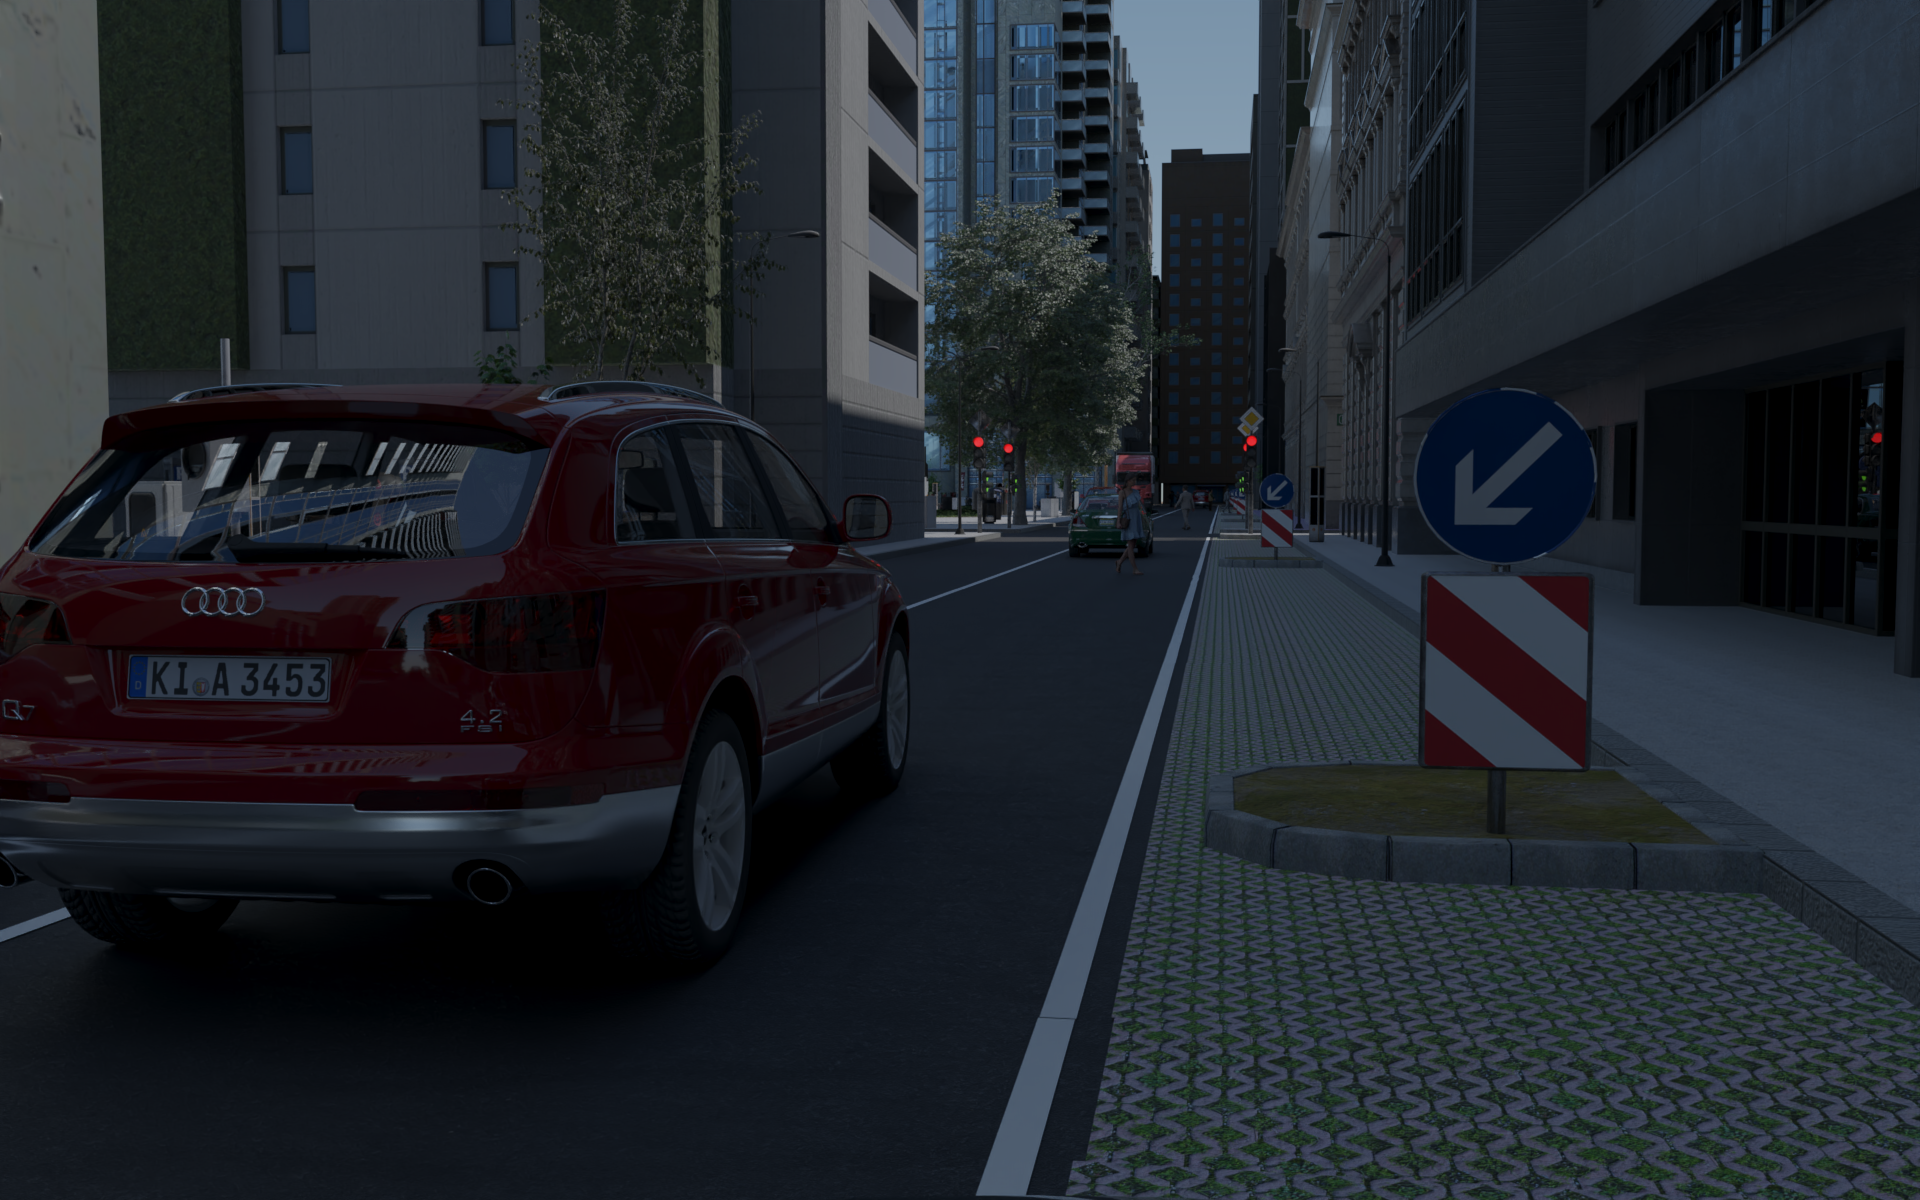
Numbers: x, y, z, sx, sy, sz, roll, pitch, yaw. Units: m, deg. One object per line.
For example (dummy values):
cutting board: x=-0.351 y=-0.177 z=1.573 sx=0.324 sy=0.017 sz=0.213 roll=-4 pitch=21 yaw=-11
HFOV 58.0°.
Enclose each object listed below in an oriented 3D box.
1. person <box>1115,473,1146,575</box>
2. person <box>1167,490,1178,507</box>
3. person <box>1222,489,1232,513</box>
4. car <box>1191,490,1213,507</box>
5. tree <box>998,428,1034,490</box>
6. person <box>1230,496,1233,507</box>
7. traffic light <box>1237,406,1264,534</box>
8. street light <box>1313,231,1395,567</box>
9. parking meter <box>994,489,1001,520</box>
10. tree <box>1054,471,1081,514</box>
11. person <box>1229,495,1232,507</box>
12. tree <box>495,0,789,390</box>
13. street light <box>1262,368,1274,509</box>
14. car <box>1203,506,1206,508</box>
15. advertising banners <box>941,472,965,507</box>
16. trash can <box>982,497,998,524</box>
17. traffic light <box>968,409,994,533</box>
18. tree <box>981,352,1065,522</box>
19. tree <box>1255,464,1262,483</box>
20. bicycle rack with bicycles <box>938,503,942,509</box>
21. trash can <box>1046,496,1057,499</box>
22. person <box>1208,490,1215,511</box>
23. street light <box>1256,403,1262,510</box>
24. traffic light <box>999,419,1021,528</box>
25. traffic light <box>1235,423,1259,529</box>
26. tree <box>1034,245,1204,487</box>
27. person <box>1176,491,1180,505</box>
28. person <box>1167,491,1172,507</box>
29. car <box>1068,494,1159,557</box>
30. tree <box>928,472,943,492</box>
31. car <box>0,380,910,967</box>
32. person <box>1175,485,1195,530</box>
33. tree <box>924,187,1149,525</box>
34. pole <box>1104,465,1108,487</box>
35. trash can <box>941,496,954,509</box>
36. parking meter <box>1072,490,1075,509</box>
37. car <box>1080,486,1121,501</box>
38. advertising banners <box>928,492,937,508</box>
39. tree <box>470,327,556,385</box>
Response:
person: x=2.976 y=-1.358 z=30.790 sx=0.616 sy=1.811 sz=0.778 roll=-2 pitch=4 yaw=-35
person: x=22.835 y=-10.867 z=186.196 sx=1.348 sy=1.821 sz=0.705 roll=2 pitch=4 yaw=33
person: x=20.158 y=-7.463 z=130.620 sx=0.850 sy=1.850 sz=0.679 roll=-1 pitch=4 yaw=-10
car: x=23.587 y=-9.823 z=169.280 sx=2.281 sy=1.827 sz=5.304 roll=1 pitch=4 yaw=8
tree: x=4.503 y=-10.294 z=118.671 sx=4.360 sy=8.622 sz=3.978 roll=0 pitch=3 yaw=0
person: x=29.353 y=-10.888 z=187.239 sx=1.217 sy=1.743 sz=0.721 roll=3 pitch=4 yaw=38
traffic light: x=9.334 y=-4.080 z=55.631 sx=0.839 sy=4.253 sz=0.868 roll=1 pitch=4 yaw=9
street light: x=7.013 y=-3.557 z=30.698 sx=1.470 sy=5.913 sz=1.316 roll=1 pitch=4 yaw=9
parking meter: x=1.860 y=-4.733 z=85.795 sx=0.372 sy=1.533 sz=0.369 roll=0 pitch=3 yaw=0
tree: x=6.989 y=-7.121 z=111.027 sx=1.663 sy=3.219 sz=1.824 roll=0 pitch=3 yaw=0
person: x=26.856 y=-9.906 z=170.462 sx=1.348 sy=1.824 sz=0.705 roll=-3 pitch=4 yaw=-39
tree: x=-4.848 y=-4.576 z=25.183 sx=4.360 sy=8.622 sz=3.978 roll=0 pitch=3 yaw=0
street light: x=12.032 y=-5.600 z=64.104 sx=1.470 sy=5.913 sz=1.316 roll=1 pitch=4 yaw=9
car: x=24.553 y=-10.433 z=179.380 sx=1.959 sy=1.807 sz=4.718 roll=1 pitch=4 yaw=10
advertising banners: x=-0.572 y=-8.659 z=137.764 sx=2.074 sy=3.025 sz=0.090 roll=-1 pitch=4 yaw=-13
trash can: x=1.266 y=-3.872 z=74.957 sx=0.748 sy=1.137 sz=0.748 roll=0 pitch=3 yaw=0
traffic light: x=0.669 y=-4.159 z=56.922 sx=0.839 sy=4.253 sz=0.868 roll=1 pitch=4 yaw=9
tree: x=3.263 y=-7.888 z=79.329 sx=4.737 sy=8.622 sz=4.395 roll=0 pitch=3 yaw=0
tree: x=25.410 y=-9.594 z=140.568 sx=4.285 sy=4.588 sz=4.351 roll=0 pitch=3 yaw=0
bicycle rack with bicycles: x=-2.302 y=-6.817 z=124.837 sx=2.925 sy=0.926 sz=2.852 roll=1 pitch=4 yaw=11
trash can: x=6.043 y=-6.296 z=114.588 sx=0.748 sy=1.137 sz=0.748 roll=0 pitch=3 yaw=0
person: x=21.031 y=-8.348 z=145.081 sx=0.705 sy=1.812 sz=1.348 roll=-1 pitch=4 yaw=-13
street light: x=15.816 y=-7.098 z=88.597 sx=1.470 sy=5.913 sz=1.316 roll=1 pitch=4 yaw=9
traffic light: x=1.863 y=-4.642 z=64.817 sx=0.839 sy=4.253 sz=0.868 roll=1 pitch=4 yaw=9
traffic light: x=10.529 y=-4.563 z=63.527 sx=0.839 sy=4.253 sz=0.868 roll=1 pitch=4 yaw=9
tree: x=11.639 y=-16.836 z=131.161 sx=12.611 sy=20.169 sz=13.585 roll=0 pitch=3 yaw=0
person: x=26.240 y=-12.241 z=209.171 sx=0.617 sy=1.759 sz=0.750 roll=3 pitch=4 yaw=37
person: x=23.131 y=-11.117 z=190.273 sx=0.705 sy=1.822 sz=1.348 roll=2 pitch=4 yaw=35
car: x=3.588 y=-1.770 z=40.732 sx=2.131 sy=1.459 sz=4.920 roll=1 pitch=4 yaw=8
tree: x=-2.363 y=-8.879 z=139.774 sx=1.663 sy=3.219 sz=1.824 roll=0 pitch=3 yaw=0
car: x=-1.510 y=0.108 z=6.900 sx=2.281 sy=1.827 sz=5.304 roll=0 pitch=4 yaw=8
person: x=9.026 y=-3.700 z=69.273 sx=0.678 sy=1.792 sz=0.850 roll=-2 pitch=4 yaw=-25
tree: x=2.387 y=-10.090 z=71.621 sx=9.857 sy=13.997 sz=8.962 roll=0 pitch=3 yaw=0
pole: x=9.838 y=-7.517 z=116.741 sx=0.158 sy=3.312 sz=0.155 roll=0 pitch=3 yaw=0
trash can: x=-0.761 y=-5.681 z=104.536 sx=0.748 sy=1.137 sz=0.748 roll=0 pitch=3 yaw=0
parking meter: x=6.629 y=-5.783 z=102.960 sx=0.372 sy=1.533 sz=0.369 roll=0 pitch=3 yaw=0
car: x=7.207 y=-4.779 z=86.806 sx=2.281 sy=1.827 sz=5.304 roll=1 pitch=4 yaw=10
advertising banners: x=-2.315 y=-6.316 z=99.450 sx=2.074 sy=3.025 sz=0.090 roll=1 pitch=4 yaw=22
tree: x=-5.333 y=-1.567 z=20.222 sx=1.663 sy=3.219 sz=1.824 roll=0 pitch=3 yaw=0
